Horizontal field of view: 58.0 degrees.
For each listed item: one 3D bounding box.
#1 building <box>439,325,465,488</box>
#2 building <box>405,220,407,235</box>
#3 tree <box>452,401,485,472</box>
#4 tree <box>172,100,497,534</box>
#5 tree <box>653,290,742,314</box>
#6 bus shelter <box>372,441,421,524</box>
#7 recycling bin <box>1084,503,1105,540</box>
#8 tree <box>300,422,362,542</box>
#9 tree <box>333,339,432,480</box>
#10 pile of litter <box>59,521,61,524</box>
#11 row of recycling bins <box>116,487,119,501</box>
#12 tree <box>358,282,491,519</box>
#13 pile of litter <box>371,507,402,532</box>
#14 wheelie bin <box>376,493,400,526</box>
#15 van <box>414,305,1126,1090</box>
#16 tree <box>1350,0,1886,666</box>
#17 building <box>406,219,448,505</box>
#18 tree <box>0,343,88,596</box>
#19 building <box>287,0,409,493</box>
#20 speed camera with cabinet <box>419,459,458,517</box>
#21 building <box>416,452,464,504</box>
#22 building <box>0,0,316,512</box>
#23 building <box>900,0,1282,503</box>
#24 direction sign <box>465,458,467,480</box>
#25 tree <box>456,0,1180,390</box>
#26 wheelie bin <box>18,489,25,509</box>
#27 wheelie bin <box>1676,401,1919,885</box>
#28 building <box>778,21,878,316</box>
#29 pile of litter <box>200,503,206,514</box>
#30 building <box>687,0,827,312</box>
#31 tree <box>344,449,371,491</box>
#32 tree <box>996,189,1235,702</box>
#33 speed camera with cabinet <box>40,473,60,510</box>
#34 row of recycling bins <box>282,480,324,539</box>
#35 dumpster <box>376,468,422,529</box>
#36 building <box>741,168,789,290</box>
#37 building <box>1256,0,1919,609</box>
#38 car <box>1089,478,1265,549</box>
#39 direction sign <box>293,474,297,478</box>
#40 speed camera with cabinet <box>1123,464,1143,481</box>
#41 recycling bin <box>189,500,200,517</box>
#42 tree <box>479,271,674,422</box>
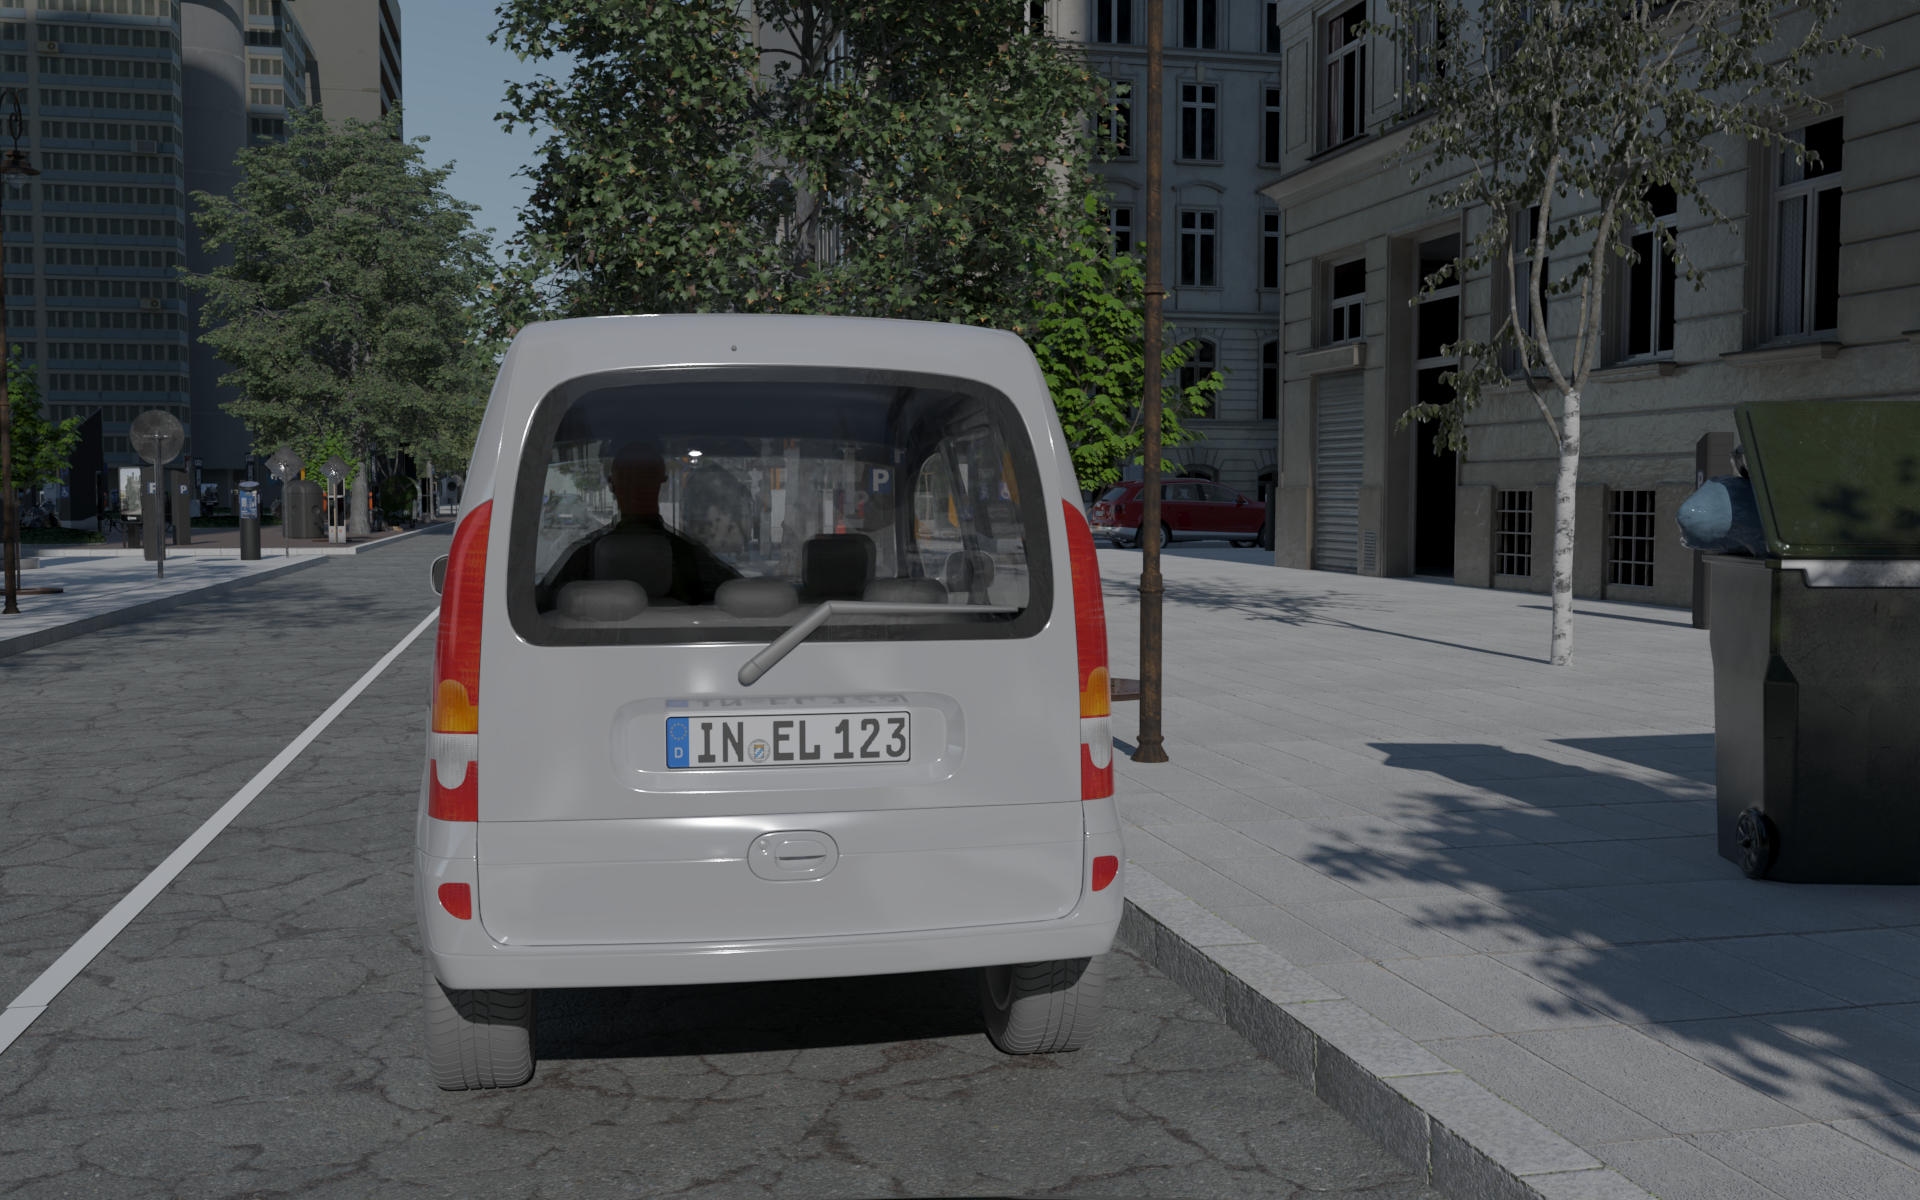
[{"bbox_3d":[-81.963,-29.887,260.348,14.160,30.474,14.107,-1,4,-13],"label":"building"},{"bbox_3d":[-60.011,-23.983,163.823,14.160,30.474,14.107,-1,4,-13],"label":"building"},{"bbox_3d":[-34.254,-10.507,122.149,4.737,8.622,4.395,0,3,0],"label":"tree"},{"bbox_3d":[-19.368,-9.082,55.138,9.857,13.997,8.962,0,3,0],"label":"tree"},{"bbox_3d":[-8.474,-7.322,54.132,7.601,10.594,8.767,-3,5,-42],"label":"tree"},{"bbox_3d":[-24.745,-5.207,76.414,1.731,3.624,6.357,-1,4,-13],"label":"bus shelter"},{"bbox_3d":[3.609,-2.208,48.660,0.722,1.027,0.722,-2,4,-31],"label":"recycling bin"},{"bbox_3d":[-16.881,-3.192,46.795,1.663,3.219,1.824,0,3,0],"label":"tree"},{"bbox_3d":[-23.247,-7.347,70.491,4.360,8.622,3.978,0,3,0],"label":"tree"},{"bbox_3d":[-37.265,-3.568,72.308,1.719,0.858,1.176,3,4,38],"label":"pile of litter"},{"bbox_3d":[-48.348,-5.734,100.862,1.069,1.692,3.534,-1,4,-10],"label":"row of recycling bins"},{"bbox_3d":[-27.616,-10.486,89.567,7.486,12.596,7.792,0,3,0],"label":"tree"},{"bbox_3d":[-19.839,-2.799,59.729,1.176,0.858,1.719,-2,4,-24],"label":"pile of litter"},{"bbox_3d":[-22.797,-3.746,69.157,0.980,1.594,0.693,-2,4,-29],"label":"wheelie bin"},{"bbox_3d":[-0.743,0.083,5.651,2.013,2.044,4.112,-1,4,-11],"label":"van"},{"bbox_3d":[4.663,-3.826,12.923,4.360,8.622,3.978,0,3,0],"label":"tree"},{"bbox_3d":[-79.853,-31.728,210.641,32.217,40.220,23.993,-1,4,-13],"label":"building"},{"bbox_3d":[-12.008,-1.690,22.231,1.663,3.219,1.824,0,3,0],"label":"tree"},{"bbox_3d":[-58.592,-31.903,145.310,21.300,48.544,21.600,-1,4,-13],"label":"building"},{"bbox_3d":[-29.504,-6.337,97.944,2.038,3.252,0.660,-3,5,-39],"label":"speed camera with cabinet"},{"bbox_3d":[-83.256,-24.005,237.518,27.650,21.520,28.899,-1,4,-13],"label":"building"},{"bbox_3d":[-59.665,-26.305,121.966,32.217,40.220,23.993,-1,4,-13],"label":"building"},{"bbox_3d":[15.429,-15.026,64.752,34.723,24.649,14.460,-1,4,-13],"label":"building"},{"bbox_3d":[-30.192,-6.966,105.885,0.379,3.537,0.876,-1,4,-15],"label":"direction sign"},{"bbox_3d":[-1.976,-6.446,22.397,9.611,12.733,9.660,0,3,0],"label":"tree"},{"bbox_3d":[-42.941,-4.337,78.821,0.980,1.594,0.693,0,4,2],"label":"wheelie bin"},{"bbox_3d":[2.924,0.123,5.904,0.980,1.594,0.693,0,4,4],"label":"wheelie bin"},{"bbox_3d":[-1.166,-17.562,84.396,12.463,27.353,25.104,-1,4,-13],"label":"building"},{"bbox_3d":[-45.453,-5.474,103.461,1.176,0.858,1.719,2,4,24],"label":"pile of litter"},{"bbox_3d":[-16.832,-28.514,149.790,14.154,41.232,14.086,-1,4,-13],"label":"building"},{"bbox_3d":[-38.742,-7.796,111.175,4.285,4.588,4.351,0,3,0],"label":"tree"},{"bbox_3d":[0.916,-1.008,11.078,1.663,3.219,1.824,0,3,0],"label":"tree"},{"bbox_3d":[-52.667,-6.482,100.323,2.038,3.252,0.660,3,5,45],"label":"speed camera with cabinet"},{"bbox_3d":[-19.385,-2.679,50.921,1.069,1.692,3.534,-2,4,-26],"label":"row of recycling bins"},{"bbox_3d":[-21.034,-3.818,64.921,1.502,2.255,1.985,-1,4,-13],"label":"dumpster"},{"bbox_3d":[-7.010,-16.331,108.813,13.314,21.916,24.055,-1,4,-13],"label":"building"},{"bbox_3d":[15.829,-11.276,17.644,16.112,22.955,30.059,-1,4,-13],"label":"building"},{"bbox_3d":[5.815,-2.072,42.557,5.304,1.827,2.281,-1,4,-15],"label":"car"},{"bbox_3d":[-33.446,-5.762,86.208,0.876,3.537,0.379,-3,5,-40],"label":"direction sign"},{"bbox_3d":[6.211,-3.700,54.828,2.038,3.252,0.660,0,4,-2],"label":"speed camera with cabinet"},{"bbox_3d":[-33.891,-3.888,76.126,0.722,1.027,0.722,-3,5,-41],"label":"recycling bin"},{"bbox_3d":[-15.462,-10.318,79.071,12.009,13.543,11.850,0,3,0],"label":"tree"}]
